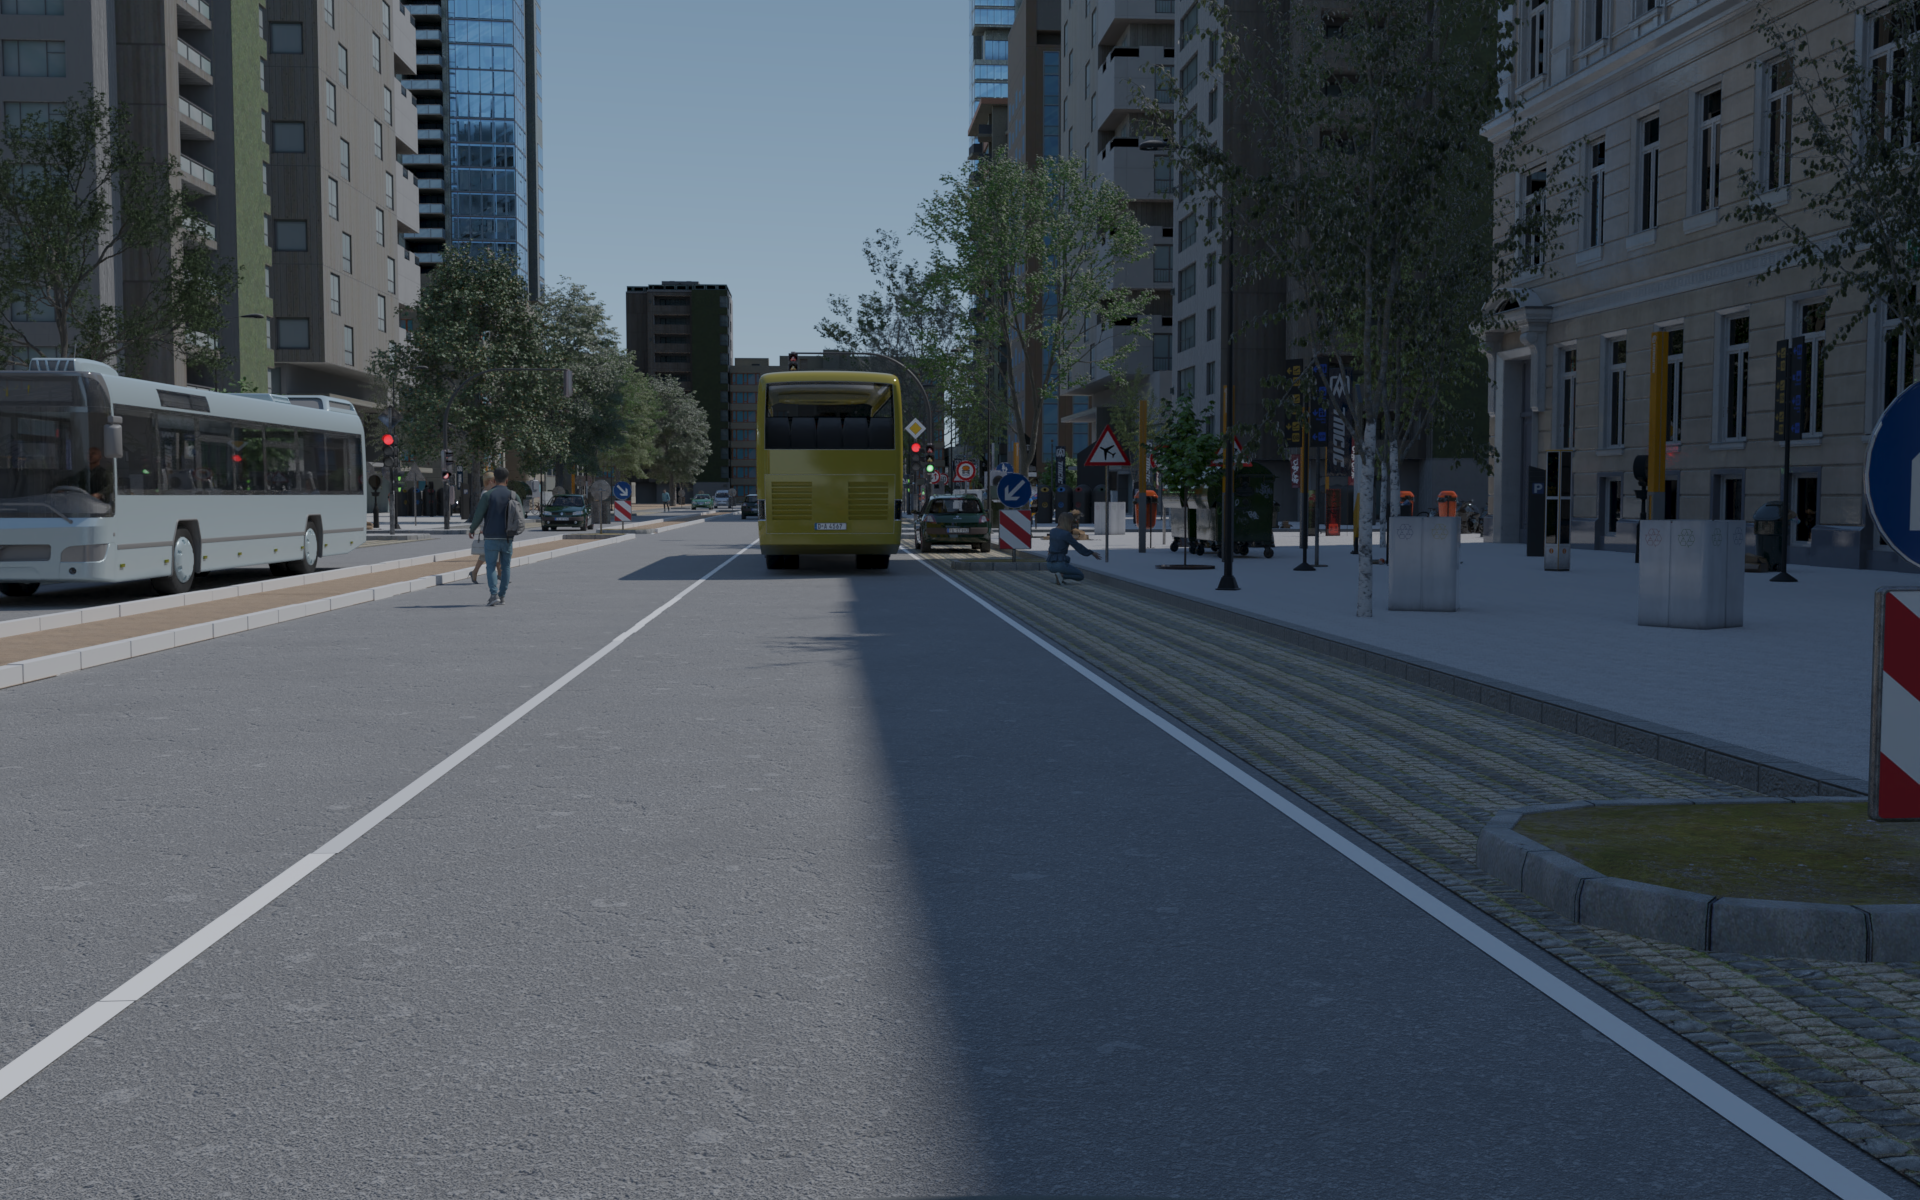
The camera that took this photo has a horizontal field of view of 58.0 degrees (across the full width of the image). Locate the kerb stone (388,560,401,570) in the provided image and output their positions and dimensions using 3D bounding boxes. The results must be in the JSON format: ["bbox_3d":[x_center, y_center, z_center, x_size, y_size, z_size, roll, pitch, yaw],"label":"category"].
[{"bbox_3d":[-10.818,-0.650,32.816,0.120,0.150,1.000,0,4,-5],"label":"kerb stone"}]

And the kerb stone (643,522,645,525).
[{"bbox_3d":[-14.450,-3.430,78.313,0.120,0.150,1.000,0,4,-5],"label":"kerb stone"}]

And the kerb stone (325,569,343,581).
[{"bbox_3d":[-10.487,-0.400,28.732,0.120,0.150,1.000,0,4,-5],"label":"kerb stone"}]

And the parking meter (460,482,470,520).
[{"bbox_3d":[-24.803,-4.960,86.806,0.399,1.863,0.255,-3,5,-40],"label":"parking meter"}]

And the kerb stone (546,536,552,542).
[{"bbox_3d":[-12.282,-1.769,51.193,0.120,0.150,1.000,0,4,-5],"label":"kerb stone"}]

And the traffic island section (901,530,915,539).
[{"bbox_3d":[-0.979,-2.059,55.953,2.009,0.180,2.903,0,4,-5],"label":"traffic island section"}]

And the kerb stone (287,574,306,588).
[{"bbox_3d":[-10.325,-0.275,26.693,0.120,0.150,1.000,0,4,-5],"label":"kerb stone"}]

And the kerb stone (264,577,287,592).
[{"bbox_3d":[-10.239,-0.213,25.675,0.120,0.150,1.000,0,4,-5],"label":"kerb stone"}]

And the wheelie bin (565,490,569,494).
[{"bbox_3d":[-28.057,-7.015,122.605,0.980,1.594,0.693,-3,4,-39],"label":"wheelie bin"}]

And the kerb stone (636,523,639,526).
[{"bbox_3d":[-14.193,-3.245,75.257,0.120,0.150,1.000,0,4,-5],"label":"kerb stone"}]

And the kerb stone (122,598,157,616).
[{"bbox_3d":[-9.830,0.099,20.572,0.120,0.150,1.000,0,4,-5],"label":"kerb stone"}]

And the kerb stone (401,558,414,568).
[{"bbox_3d":[-10.894,-0.712,33.838,0.120,0.150,1.000,0,4,-5],"label":"kerb stone"}]

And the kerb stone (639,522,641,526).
[{"bbox_3d":[-14.289,-3.308,76.275,0.120,0.150,1.000,0,4,-5],"label":"kerb stone"}]

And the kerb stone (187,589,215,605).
[{"bbox_3d":[-10.000,-0.026,22.613,0.120,0.150,1.000,0,4,-5],"label":"kerb stone"}]

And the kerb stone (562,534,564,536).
[{"bbox_3d":[-12.529,-1.962,54.273,0.120,0.150,1.000,0,4,-5],"label":"kerb stone"}]

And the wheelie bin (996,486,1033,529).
[{"bbox_3d":[1.715,-2.770,53.195,0.980,1.594,0.693,-1,4,-9],"label":"wheelie bin"}]

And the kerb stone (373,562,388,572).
[{"bbox_3d":[-10.730,-0.575,31.794,0.120,0.150,1.000,0,4,-5],"label":"kerb stone"}]

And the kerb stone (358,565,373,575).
[{"bbox_3d":[-10.660,-0.523,30.774,0.120,0.150,1.000,0,4,-5],"label":"kerb stone"}]

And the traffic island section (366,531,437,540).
[{"bbox_3d":[-17.917,-1.977,54.610,2.009,0.180,2.903,0,4,-5],"label":"traffic island section"}]

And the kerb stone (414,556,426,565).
[{"bbox_3d":[-10.972,-0.772,34.857,0.120,0.150,1.000,0,4,-5],"label":"kerb stone"}]

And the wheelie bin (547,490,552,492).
[{"bbox_3d":[-30.088,-7.313,127.471,0.980,1.594,0.693,1,4,16],"label":"wheelie bin"}]

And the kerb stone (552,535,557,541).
[{"bbox_3d":[-12.368,-1.830,52.217,0.120,0.150,1.000,0,4,-5],"label":"kerb stone"}]

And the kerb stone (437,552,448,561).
[{"bbox_3d":[-11.140,-0.899,36.899,0.120,0.150,1.000,0,4,-5],"label":"kerb stone"}]

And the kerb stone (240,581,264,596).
[{"bbox_3d":[-10.164,-0.150,24.654,0.120,0.150,1.000,0,4,-5],"label":"kerb stone"}]

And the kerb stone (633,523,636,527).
[{"bbox_3d":[-14.128,-3.183,74.235,0.120,0.150,1.000,0,4,-5],"label":"kerb stone"}]

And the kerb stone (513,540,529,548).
[{"bbox_3d":[-11.951,-1.524,47.112,0.120,0.150,1.000,0,4,-5],"label":"kerb stone"}]

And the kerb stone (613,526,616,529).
[{"bbox_3d":[-13.556,-2.746,67.087,0.120,0.150,1.000,0,4,-5],"label":"kerb stone"}]

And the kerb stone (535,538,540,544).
[{"bbox_3d":[-12.123,-1.647,49.156,0.120,0.150,1.000,0,4,-5],"label":"kerb stone"}]

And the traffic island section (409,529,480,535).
[{"bbox_3d":[-18.553,-2.464,62.569,2.009,0.180,2.903,0,4,-5],"label":"traffic island section"}]

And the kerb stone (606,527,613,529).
[{"bbox_3d":[-13.468,-2.683,66.069,0.120,0.150,1.000,0,4,-5],"label":"kerb stone"}]

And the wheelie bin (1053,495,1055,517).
[{"bbox_3d":[5.038,-5.539,98.471,0.693,1.594,0.980,0,4,7],"label":"wheelie bin"}]

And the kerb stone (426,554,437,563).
[{"bbox_3d":[-11.062,-0.837,35.875,0.120,0.150,1.000,0,4,-5],"label":"kerb stone"}]

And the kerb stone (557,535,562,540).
[{"bbox_3d":[-12.443,-1.892,53.236,0.120,0.150,1.000,0,4,-5],"label":"kerb stone"}]

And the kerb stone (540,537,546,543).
[{"bbox_3d":[-12.198,-1.708,50.175,0.120,0.150,1.000,0,4,-5],"label":"kerb stone"}]

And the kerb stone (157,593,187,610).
[{"bbox_3d":[-9.920,0.039,21.593,0.120,0.150,1.000,0,4,-5],"label":"kerb stone"}]

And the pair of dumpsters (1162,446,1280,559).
[{"bbox_3d":[5.450,-2.073,36.393,1.574,2.255,4.437,0,4,-5],"label":"pair of dumpsters"}]

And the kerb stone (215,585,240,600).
[{"bbox_3d":[-10.086,-0.081,23.633,0.120,0.150,1.000,0,4,-5],"label":"kerb stone"}]

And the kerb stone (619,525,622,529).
[{"bbox_3d":[-13.723,-2.871,69.129,0.120,0.150,1.000,0,4,-5],"label":"kerb stone"}]

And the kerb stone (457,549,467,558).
[{"bbox_3d":[-11.303,-1.022,38.939,0.120,0.150,1.000,0,4,-5],"label":"kerb stone"}]

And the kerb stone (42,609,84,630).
[{"bbox_3d":[-9.673,0.227,18.524,0.120,0.150,1.000,0,4,-5],"label":"kerb stone"}]

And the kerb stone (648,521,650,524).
[{"bbox_3d":[-14.613,-3.557,80.358,0.120,0.150,1.000,0,4,-5],"label":"kerb stone"}]

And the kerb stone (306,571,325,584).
[{"bbox_3d":[-10.403,-0.337,27.712,0.120,0.150,1.000,0,4,-5],"label":"kerb stone"}]

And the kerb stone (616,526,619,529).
[{"bbox_3d":[-13.638,-2.803,68.109,0.120,0.150,1.000,0,4,-5],"label":"kerb stone"}]

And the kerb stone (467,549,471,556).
[{"bbox_3d":[-11.387,-1.086,39.958,0.120,0.150,1.000,0,4,-5],"label":"kerb stone"}]

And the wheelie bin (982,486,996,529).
[{"bbox_3d":[1.246,-3.464,64.550,0.980,1.594,0.693,-2,4,-29],"label":"wheelie bin"}]

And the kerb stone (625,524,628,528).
[{"bbox_3d":[-13.878,-2.996,71.174,0.120,0.150,1.000,0,4,-5],"label":"kerb stone"}]

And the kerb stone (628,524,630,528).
[{"bbox_3d":[-13.966,-3.058,72.195,0.120,0.150,1.000,0,4,-5],"label":"kerb stone"}]

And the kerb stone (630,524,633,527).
[{"bbox_3d":[-14.045,-3.121,73.216,0.120,0.150,1.000,0,4,-5],"label":"kerb stone"}]

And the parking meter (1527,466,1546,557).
[{"bbox_3d":[11.863,-1.826,35.559,0.399,1.863,0.255,1,4,14],"label":"parking meter"}]

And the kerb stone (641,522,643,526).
[{"bbox_3d":[-14.360,-3.370,77.295,0.120,0.150,1.000,0,4,-5],"label":"kerb stone"}]

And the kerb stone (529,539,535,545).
[{"bbox_3d":[-12.036,-1.586,48.131,0.120,0.150,1.000,0,4,-5],"label":"kerb stone"}]

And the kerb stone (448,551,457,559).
[{"bbox_3d":[-11.225,-0.962,37.920,0.120,0.150,1.000,0,4,-5],"label":"kerb stone"}]

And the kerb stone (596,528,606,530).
[{"bbox_3d":[-13.314,-2.558,64.029,0.120,0.150,1.000,0,4,-5],"label":"kerb stone"}]

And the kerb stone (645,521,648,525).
[{"bbox_3d":[-14.534,-3.494,79.333,0.120,0.150,1.000,0,4,-5],"label":"kerb stone"}]

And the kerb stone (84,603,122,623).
[{"bbox_3d":[-9.757,0.162,19.548,0.120,0.150,1.000,0,4,-5],"label":"kerb stone"}]

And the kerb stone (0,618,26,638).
[{"bbox_3d":[-9.589,0.287,17.505,0.120,0.150,1.000,0,4,-5],"label":"kerb stone"}]

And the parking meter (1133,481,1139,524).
[{"bbox_3d":[7.644,-4.206,74.477,0.399,1.863,0.255,2,4,27],"label":"parking meter"}]

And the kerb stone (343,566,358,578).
[{"bbox_3d":[-10.574,-0.462,29.750,0.120,0.150,1.000,0,4,-5],"label":"kerb stone"}]
